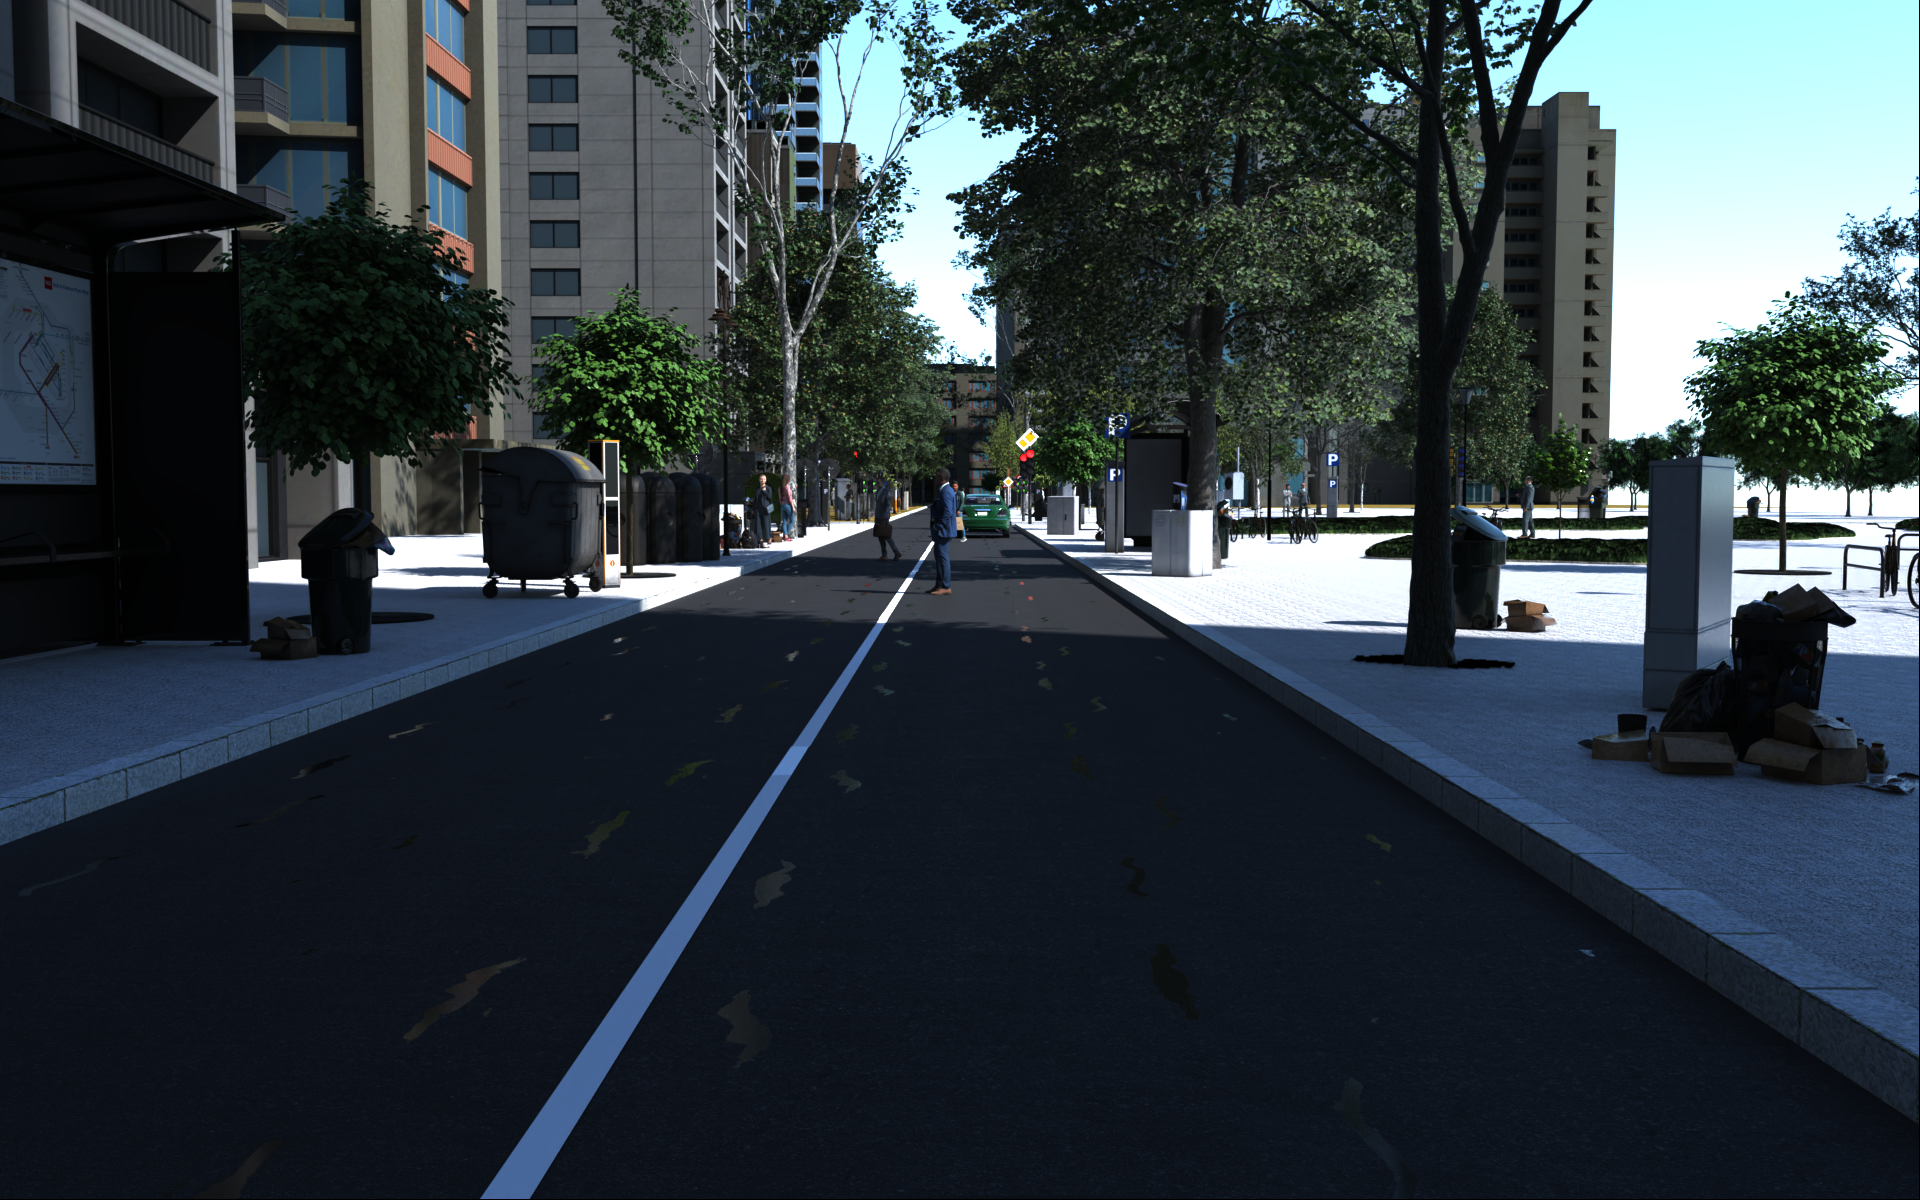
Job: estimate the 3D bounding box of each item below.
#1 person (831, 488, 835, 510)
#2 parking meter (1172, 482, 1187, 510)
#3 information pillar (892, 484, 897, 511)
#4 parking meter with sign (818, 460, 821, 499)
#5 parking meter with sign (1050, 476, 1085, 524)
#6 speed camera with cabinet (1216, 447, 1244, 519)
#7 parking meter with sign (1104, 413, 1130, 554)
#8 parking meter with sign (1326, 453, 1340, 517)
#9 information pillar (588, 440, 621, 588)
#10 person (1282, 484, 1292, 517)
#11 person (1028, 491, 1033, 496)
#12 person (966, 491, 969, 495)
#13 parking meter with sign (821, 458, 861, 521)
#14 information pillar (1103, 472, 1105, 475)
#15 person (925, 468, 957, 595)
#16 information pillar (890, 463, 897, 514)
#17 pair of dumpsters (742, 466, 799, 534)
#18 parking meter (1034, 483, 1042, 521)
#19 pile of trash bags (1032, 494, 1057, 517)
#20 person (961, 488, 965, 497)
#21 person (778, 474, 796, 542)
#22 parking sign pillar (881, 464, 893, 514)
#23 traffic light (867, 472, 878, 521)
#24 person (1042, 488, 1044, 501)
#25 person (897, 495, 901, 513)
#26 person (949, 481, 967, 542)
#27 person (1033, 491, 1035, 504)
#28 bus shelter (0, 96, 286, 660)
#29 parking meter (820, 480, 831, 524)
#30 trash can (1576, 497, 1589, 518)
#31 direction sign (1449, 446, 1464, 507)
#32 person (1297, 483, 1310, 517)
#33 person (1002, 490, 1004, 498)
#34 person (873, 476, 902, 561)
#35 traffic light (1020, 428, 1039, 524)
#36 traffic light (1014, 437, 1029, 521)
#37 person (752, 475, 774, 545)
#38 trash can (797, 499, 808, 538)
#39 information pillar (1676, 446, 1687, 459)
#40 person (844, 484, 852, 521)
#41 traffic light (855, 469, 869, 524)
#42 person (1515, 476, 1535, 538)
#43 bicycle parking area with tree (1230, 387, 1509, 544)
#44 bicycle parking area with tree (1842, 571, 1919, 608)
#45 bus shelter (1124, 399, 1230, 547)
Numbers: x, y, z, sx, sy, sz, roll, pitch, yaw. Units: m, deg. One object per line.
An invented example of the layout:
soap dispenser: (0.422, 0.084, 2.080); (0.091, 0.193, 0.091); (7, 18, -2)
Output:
person: (-10.028, -7.958, 136.335); (0.537, 1.800, 0.526); (-3, 5, -45)
parking meter: (4.536, -1.658, 35.514); (0.372, 1.533, 0.369); (0, 3, 0)
information pillar: (-4.964, -7.709, 130.527); (0.304, 2.012, 0.304); (1, 4, 17)
parking meter with sign: (-7.052, -5.635, 88.394); (0.543, 3.016, 1.738); (1, 4, 9)
parking meter with sign: (5.065, -5.226, 81.708); (0.543, 3.016, 1.738); (-2, 4, -31)
speed camera with cabinet: (11.196, -4.826, 73.235); (0.660, 3.252, 2.038); (-2, 4, -24)
parking meter with sign: (3.416, -2.558, 38.085); (0.543, 3.016, 1.738); (0, 4, 3)
parking meter with sign: (15.752, -4.712, 73.304); (0.543, 3.016, 1.738); (1, 4, 13)
information pillar: (-4.860, -1.173, 23.675); (0.304, 2.012, 0.304); (2, 4, 35)
person: (16.983, -5.111, 89.796); (0.511, 1.800, 0.466); (-2, 4, -32)
person: (8.278, -12.078, 204.307); (0.721, 1.735, 1.217); (-2, 4, -31)
person: (0.880, -11.079, 189.725); (0.705, 1.814, 1.350); (1, 4, 12)
parking meter with sign: (-5.686, -5.361, 83.917); (1.738, 3.016, 0.543); (-1, 4, -23)
information pillar: (5.007, -3.270, 57.952); (0.304, 2.012, 0.304); (-2, 4, -34)
person: (-0.247, -0.980, 24.698); (0.419, 1.800, 0.721); (-1, 4, -9)
information pillar: (-4.274, -7.343, 111.420); (0.504, 3.616, 0.183); (3, 5, 41)
pair of dumpsters: (-6.339, -3.384, 57.824); (1.574, 2.255, 4.437); (0, 3, 0)
parking meter: (3.720, -4.696, 82.488); (0.399, 1.863, 0.255); (0, 4, 5)
pile of trash bags: (5.183, -5.254, 95.647); (1.912, 1.369, 3.447); (-1, 4, -12)
person: (0.051, -6.273, 110.913); (0.795, 1.843, 0.661); (-2, 4, -26)
person: (-4.644, -2.485, 46.680); (0.555, 1.821, 0.388); (2, 4, 35)
parking sign pillar: (-4.948, -7.702, 114.408); (1.447, 3.967, 1.447); (0, 4, -1)
traffic light: (-4.287, -5.662, 81.494); (0.839, 4.253, 0.868); (0, 4, 0)
person: (5.842, -7.148, 123.138); (0.641, 1.798, 0.478); (-1, 4, -12)
person: (-4.263, -6.661, 119.626); (0.362, 1.253, 0.373); (1, 4, 17)
person: (-0.099, -2.642, 51.686); (0.713, 1.824, 0.794); (-2, 4, -32)
person: (9.657, -13.217, 222.931); (0.721, 1.735, 1.217); (0, 4, 3)
bus shelter: (-6.526, -1.242, 11.593); (1.731, 3.624, 6.357); (0, 3, 0)
parking meter: (-5.700, -4.135, 73.315); (0.399, 1.863, 0.255); (-2, 4, -25)
trash can: (29.187, -4.239, 80.962); (0.748, 1.137, 0.748); (0, 3, 0)
direction sign: (23.621, -5.536, 82.517); (0.876, 3.537, 0.379); (1, 4, 14)
person: (16.080, -4.566, 80.880); (0.661, 1.801, 0.590); (-1, 4, -19)
person: (4.616, -11.333, 192.052); (0.721, 1.736, 1.217); (2, 4, 26)
person: (-1.661, -1.749, 37.210); (0.853, 1.813, 0.709); (-3, 5, -43)
traffic light: (2.952, -5.173, 73.505); (0.839, 4.253, 0.868); (0, 4, 0)
traffic light: (2.974, -5.662, 81.490); (0.839, 4.253, 0.868); (0, 4, 0)
person: (-5.000, -2.288, 43.872); (0.576, 1.772, 0.534); (0, 4, 2)
trash can: (-4.824, -2.405, 50.972); (0.748, 1.137, 0.748); (0, 3, 0)
information pillar: (34.599, -5.615, 83.154); (0.504, 3.616, 0.183); (3, 5, 41)
person: (-5.332, -4.636, 82.393); (0.362, 1.759, 0.519); (-1, 4, -17)
traffic light: (-4.309, -5.174, 73.509); (0.839, 4.253, 0.868); (0, 4, 0)
person: (16.491, -2.711, 50.538); (0.590, 1.801, 0.661); (1, 4, 21)
bicycle parking area with tree: (11.149, -3.693, 47.384); (8.231, 4.147, 9.016); (2, 4, 29)
bicycle parking area with tree: (14.572, -1.982, 19.411); (8.231, 4.147, 9.016); (2, 4, 27)
bus shelter: (4.761, -2.799, 39.687); (2.014, 3.302, 5.546); (0, 4, 0)
